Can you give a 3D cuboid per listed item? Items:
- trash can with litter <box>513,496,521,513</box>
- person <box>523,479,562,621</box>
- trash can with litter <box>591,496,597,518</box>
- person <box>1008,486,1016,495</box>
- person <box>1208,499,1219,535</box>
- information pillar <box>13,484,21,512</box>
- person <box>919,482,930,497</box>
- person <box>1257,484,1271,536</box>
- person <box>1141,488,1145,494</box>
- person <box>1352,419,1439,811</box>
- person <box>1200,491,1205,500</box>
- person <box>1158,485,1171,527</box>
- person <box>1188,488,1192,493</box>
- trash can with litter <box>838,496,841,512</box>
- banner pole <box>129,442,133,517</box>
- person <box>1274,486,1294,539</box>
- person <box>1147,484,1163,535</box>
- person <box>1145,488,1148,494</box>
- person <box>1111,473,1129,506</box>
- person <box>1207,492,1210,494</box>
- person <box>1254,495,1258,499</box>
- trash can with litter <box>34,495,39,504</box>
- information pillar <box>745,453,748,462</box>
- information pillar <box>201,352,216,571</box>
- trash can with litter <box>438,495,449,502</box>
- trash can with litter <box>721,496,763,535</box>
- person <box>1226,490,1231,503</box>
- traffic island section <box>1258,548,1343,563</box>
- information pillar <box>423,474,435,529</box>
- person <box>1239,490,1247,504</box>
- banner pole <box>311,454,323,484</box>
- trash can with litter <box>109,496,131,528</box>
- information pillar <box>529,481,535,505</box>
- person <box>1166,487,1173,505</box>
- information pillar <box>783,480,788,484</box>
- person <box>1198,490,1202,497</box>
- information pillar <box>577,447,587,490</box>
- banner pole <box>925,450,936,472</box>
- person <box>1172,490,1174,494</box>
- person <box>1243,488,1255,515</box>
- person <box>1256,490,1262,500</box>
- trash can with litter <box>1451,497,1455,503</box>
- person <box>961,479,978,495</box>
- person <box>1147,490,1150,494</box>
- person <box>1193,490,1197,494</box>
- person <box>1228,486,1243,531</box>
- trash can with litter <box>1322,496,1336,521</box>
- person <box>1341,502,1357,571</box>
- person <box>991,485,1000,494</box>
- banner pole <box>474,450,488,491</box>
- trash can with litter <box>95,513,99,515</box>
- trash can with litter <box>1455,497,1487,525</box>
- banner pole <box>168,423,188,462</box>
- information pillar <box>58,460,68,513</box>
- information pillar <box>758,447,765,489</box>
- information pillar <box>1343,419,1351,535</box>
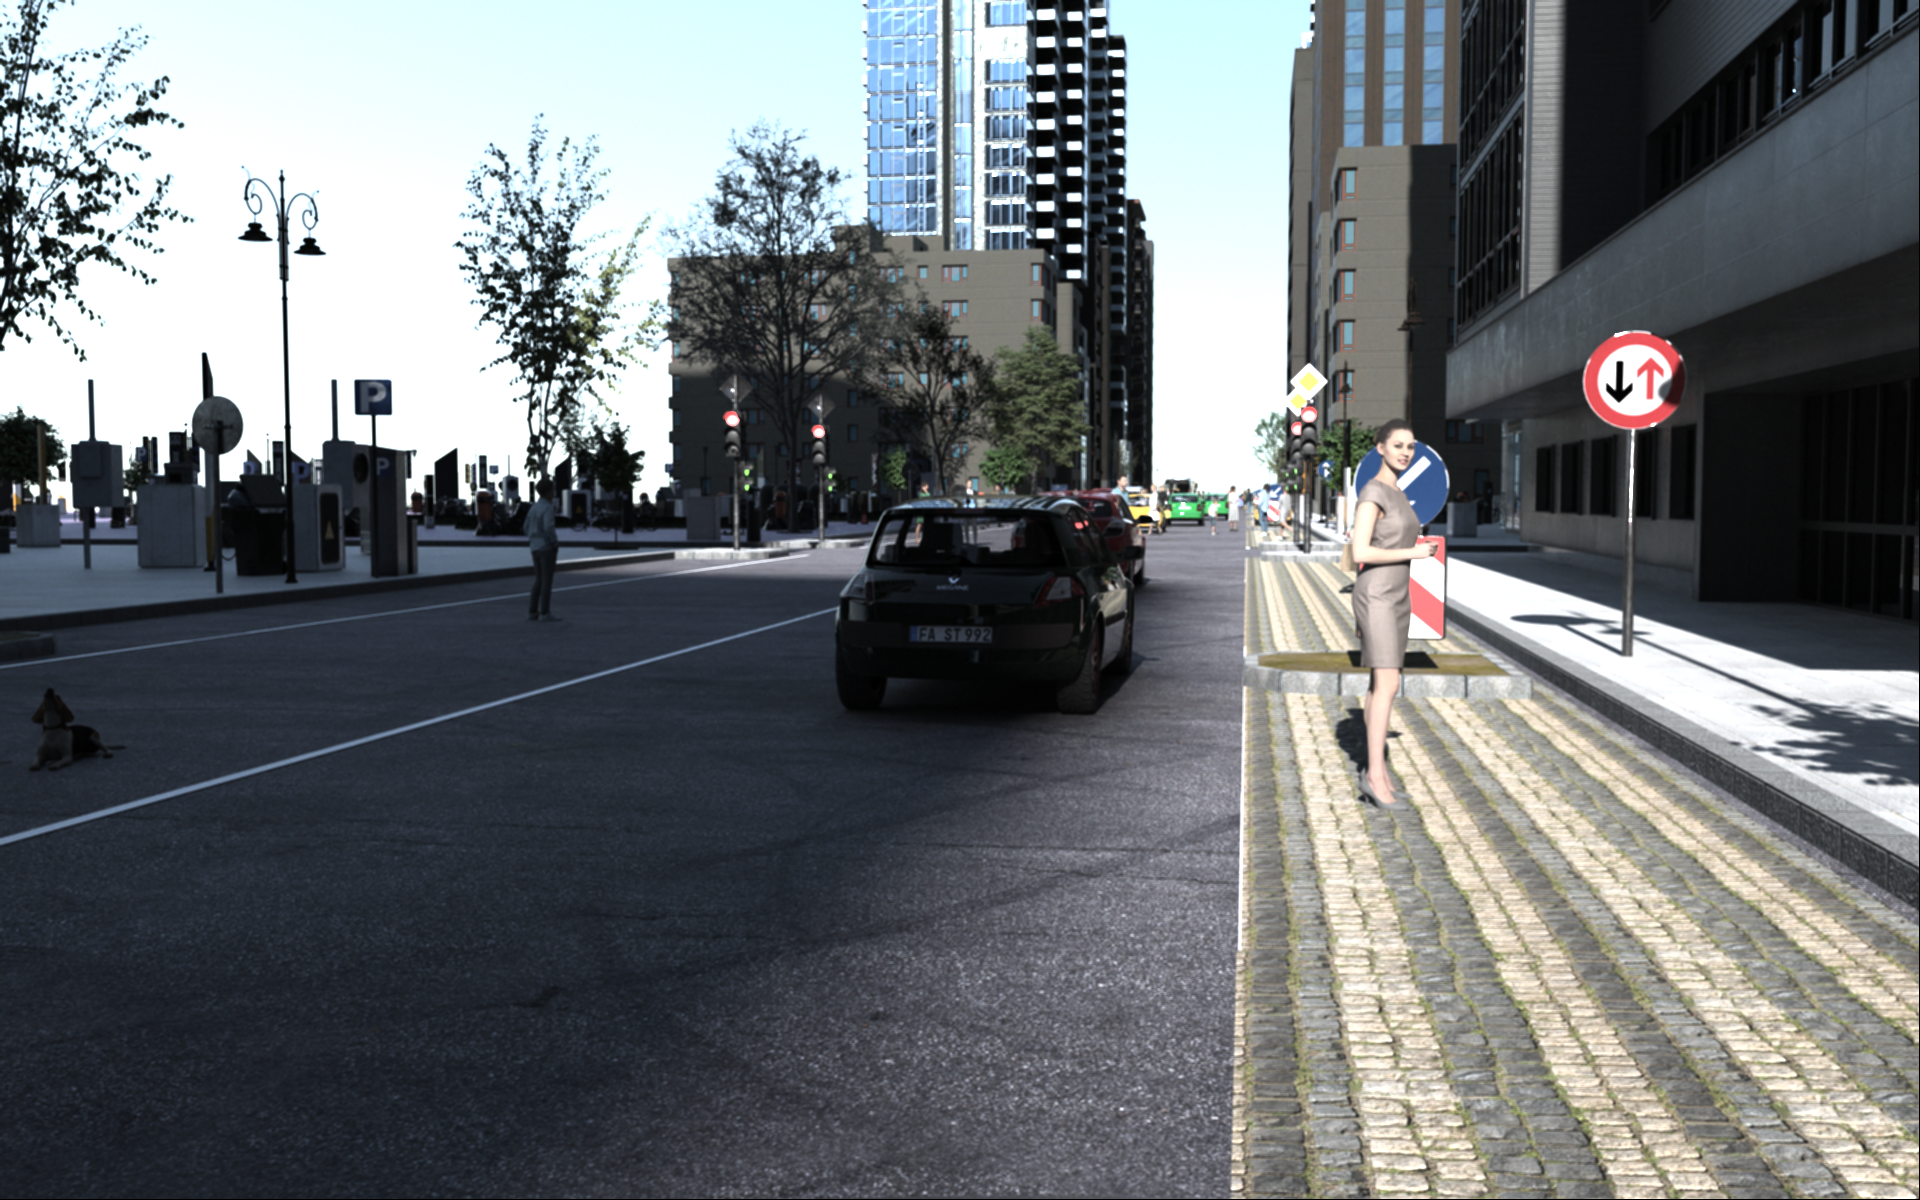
[{"bbox_3d":[-28.167,-6.029,109.960,0.624,1.170,1.055,-1,4,-16],"label":"trash can with litter"},{"bbox_3d":[-4.693,-0.566,19.569,0.330,1.601,0.589,-2,4,-34],"label":"person"},{"bbox_3d":[-19.533,-4.843,90.571,0.624,1.170,1.055,3,4,38],"label":"trash can with litter"},{"bbox_3d":[2.578,-4.678,85.106,0.853,1.813,0.709,-3,4,-38],"label":"person"},{"bbox_3d":[8.905,-2.919,60.916,0.352,1.250,0.332,-1,4,-11],"label":"person"},{"bbox_3d":[-40.869,-5.127,75.179,0.183,3.616,0.504,1,4,19],"label":"information pillar"},{"bbox_3d":[-1.062,-2.593,51.139,0.529,1.795,0.600,1,4,12],"label":"person"},{"bbox_3d":[10.396,-3.082,59.152,0.793,1.790,0.793,1,4,12],"label":"person"},{"bbox_3d":[8.913,-4.619,84.766,0.760,1.731,0.466,-1,4,-9],"label":"person"},{"bbox_3d":[2.011,0.049,8.046,0.374,1.781,0.599,2,4,32],"label":"person"},{"bbox_3d":[21.879,-9.004,156.423,0.721,1.736,1.217,-1,4,-14],"label":"person"},{"bbox_3d":[8.467,-4.006,74.218,0.699,1.804,1.509,-1,4,-18],"label":"person"},{"bbox_3d":[14.105,-5.934,105.795,0.520,1.790,0.573,3,4,39],"label":"person"},{"bbox_3d":[-6.149,-4.909,91.316,1.678,1.210,2.233,3,5,40],"label":"trash can with litter"},{"bbox_3d":[-39.408,-5.650,82.398,0.401,3.779,0.863,-2,4,-28],"label":"banner pole"},{"bbox_3d":[10.209,-2.752,54.250,0.760,1.731,0.466,2,4,27],"label":"person"},{"bbox_3d":[6.748,-3.127,59.972,0.624,1.780,0.694,0,4,7],"label":"person"},{"bbox_3d":[12.151,-6.380,112.922,0.767,1.812,0.694,-1,4,-15],"label":"person"},{"bbox_3d":[2.965,-1.476,32.652,0.620,1.820,0.660,2,4,34],"label":"person"},{"bbox_3d":[22.991,-9.149,159.554,0.593,1.643,0.415,-2,4,-35],"label":"person"},{"bbox_3d":[27.857,-9.320,161.664,1.217,1.735,0.721,3,4,37],"label":"person"},{"bbox_3d":[-59.386,-6.022,109.517,2.233,1.210,1.678,1,4,9],"label":"trash can with litter"},{"bbox_3d":[-12.119,-6.545,98.360,0.183,3.616,0.504,0,4,-3],"label":"information pillar"},{"bbox_3d":[-12.499,-2.293,28.853,0.183,3.616,0.504,-1,4,-12],"label":"information pillar"},{"bbox_3d":[-25.679,-4.671,87.422,2.233,1.210,1.678,-1,4,-11],"label":"trash can with litter"},{"bbox_3d":[-7.110,-2.680,54.867,1.678,1.210,2.233,-1,4,-8],"label":"trash can with litter"},{"bbox_3d":[20.643,-7.566,132.751,0.990,1.755,0.434,1,4,15],"label":"person"},{"bbox_3d":[7.513,-0.925,37.408,2.009,0.180,2.903,1,4,9],"label":"traffic island section"},{"bbox_3d":[-19.806,-3.677,64.604,0.304,2.012,0.304,-2,4,-34],"label":"information pillar"},{"bbox_3d":[26.045,-9.156,158.287,1.348,1.812,0.705,-2,4,-25],"label":"person"},{"bbox_3d":[-40.287,-7.239,108.368,0.863,3.779,0.401,-2,4,-32],"label":"banner pole"},{"bbox_3d":[-31.954,-3.328,65.795,0.624,1.170,1.055,-1,4,-18],"label":"trash can with litter"},{"bbox_3d":[-24.042,-5.680,97.366,0.304,2.012,0.304,0,4,-5],"label":"information pillar"},{"bbox_3d":[12.094,-5.635,100.405,0.659,1.850,0.755,2,4,26],"label":"person"},{"bbox_3d":[-9.111,-5.298,91.122,0.304,2.012,0.304,1,4,22],"label":"information pillar"},{"bbox_3d":[19.825,-8.266,144.364,0.721,1.735,1.217,-3,4,-36],"label":"person"},{"bbox_3d":[-18.934,-5.841,86.850,0.504,3.616,0.183,1,4,16],"label":"information pillar"},{"bbox_3d":[-1.774,-6.649,98.725,0.863,3.779,0.401,1,4,14],"label":"banner pole"},{"bbox_3d":[16.170,-7.535,132.235,0.617,1.759,0.750,-2,4,-28],"label":"person"},{"bbox_3d":[19.801,-6.756,118.952,0.794,1.824,0.713,-1,4,-16],"label":"person"},{"bbox_3d":[23.904,-7.853,137.680,0.721,1.735,1.217,-1,4,-21],"label":"person"},{"bbox_3d":[21.033,-3.732,72.411,1.055,1.170,0.624,0,4,4],"label":"trash can with litter"},{"bbox_3d":[0.306,-2.403,47.566,0.659,1.850,0.755,-1,4,-9],"label":"person"},{"bbox_3d":[16.455,-8.712,150.958,0.705,1.821,1.348,-1,4,-17],"label":"person"},{"bbox_3d":[20.880,-8.876,153.629,0.705,1.823,1.348,0,4,-6],"label":"person"},{"bbox_3d":[10.609,-3.530,66.791,0.480,1.755,0.524,3,5,41],"label":"person"},{"bbox_3d":[18.251,-4.431,83.508,1.678,1.210,2.233,3,5,40],"label":"trash can with litter"},{"bbox_3d":[5.695,-0.930,24.192,0.515,1.767,0.782,-3,4,-36],"label":"person"},{"bbox_3d":[1.501,-4.043,74.517,0.836,1.842,0.656,0,4,8],"label":"person"},{"bbox_3d":[-27.020,-6.577,97.554,0.863,3.779,0.401,-2,4,-24],"label":"banner pole"},{"bbox_3d":[-52.524,-5.717,104.525,1.678,1.210,2.233,-3,5,-39],"label":"trash can with litter"},{"bbox_3d":[21.114,-3.664,71.299,1.055,1.170,0.624,-1,4,-17],"label":"trash can with litter"},{"bbox_3d":[-27.385,-4.334,60.871,0.863,3.779,0.401,0,4,2],"label":"banner pole"},{"bbox_3d":[-60.539,-7.676,116.860,0.504,3.616,0.183,-2,4,-32],"label":"information pillar"},{"bbox_3d":[-9.933,-5.833,86.727,0.504,3.616,0.183,3,5,42],"label":"information pillar"},{"bbox_3d":[12.113,-3.842,54.177,0.183,3.616,0.504,0,4,0],"label":"information pillar"}]
